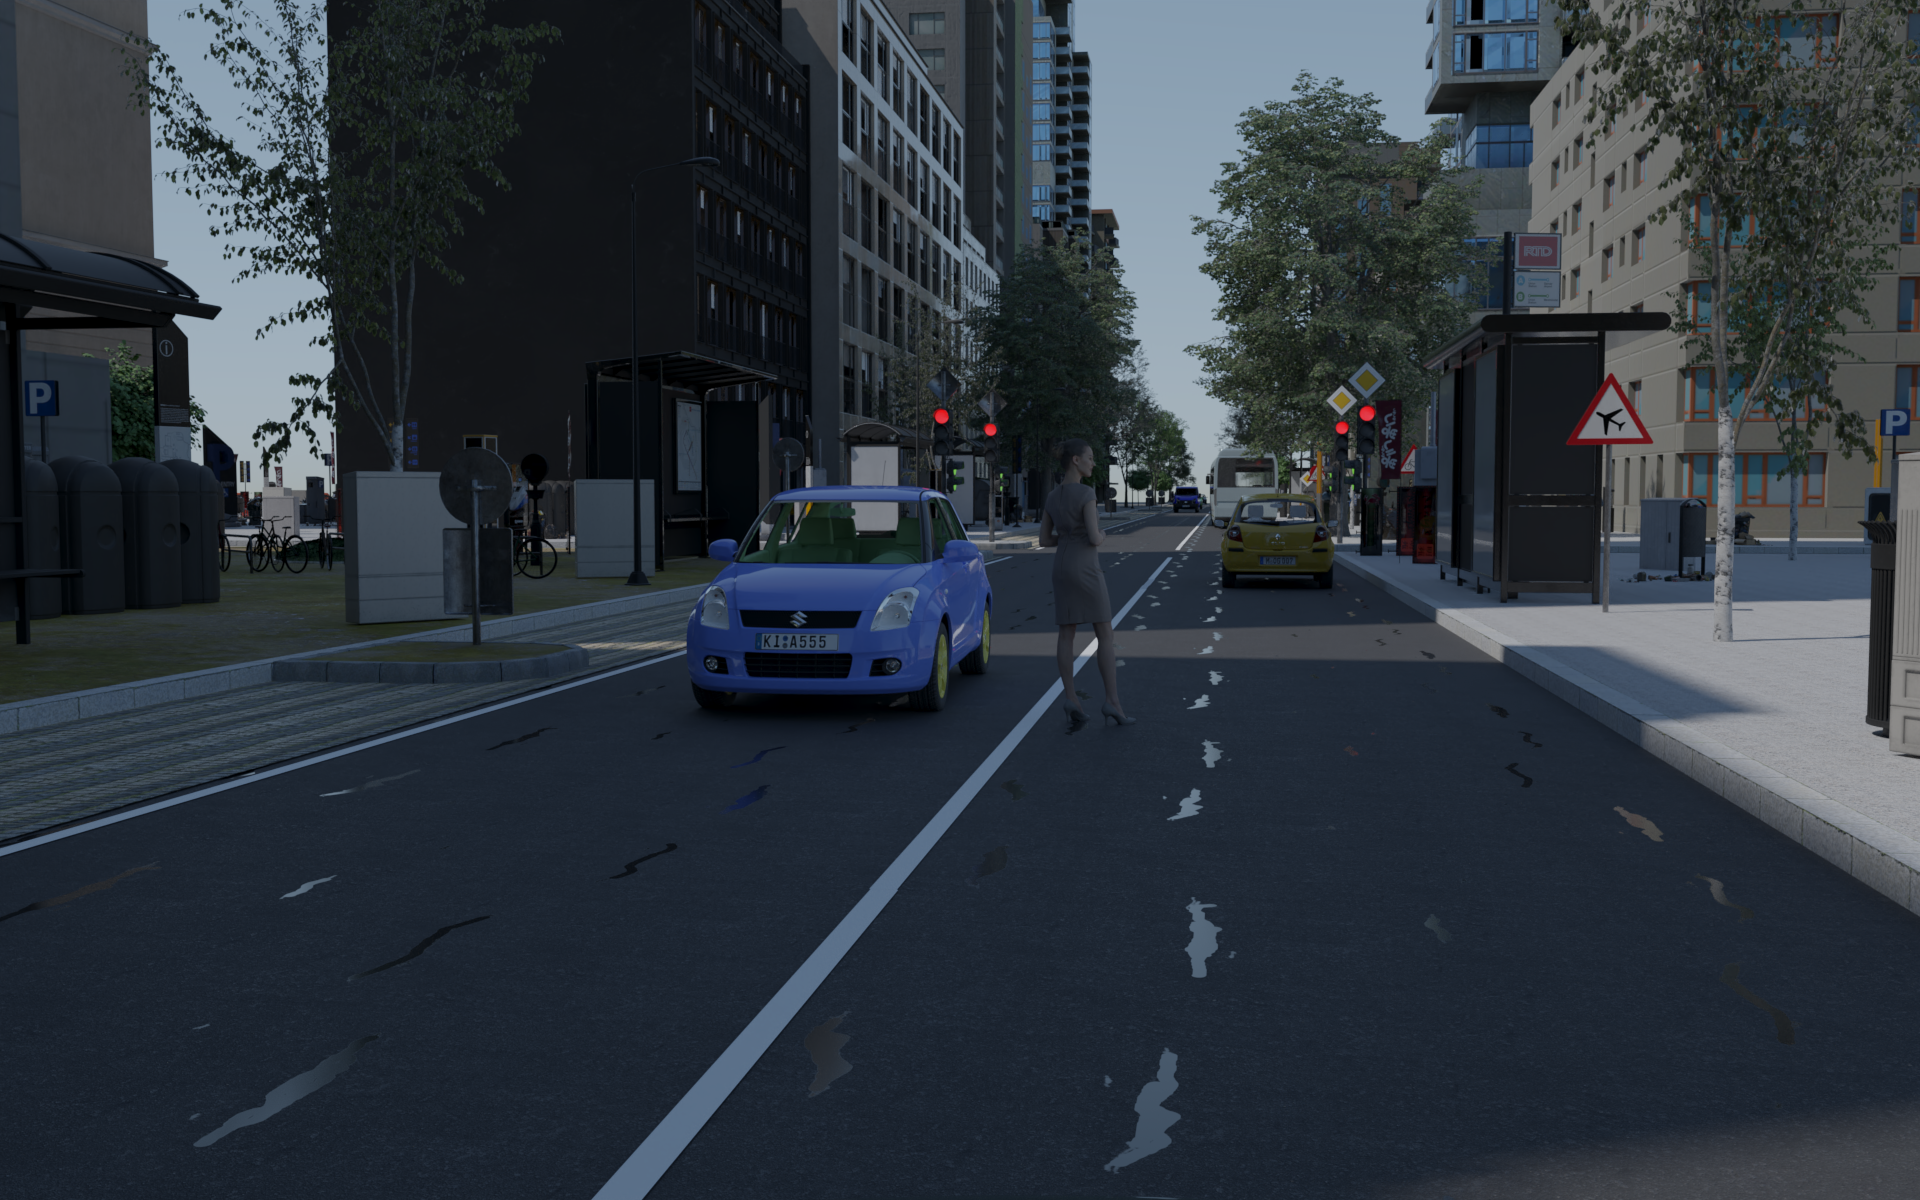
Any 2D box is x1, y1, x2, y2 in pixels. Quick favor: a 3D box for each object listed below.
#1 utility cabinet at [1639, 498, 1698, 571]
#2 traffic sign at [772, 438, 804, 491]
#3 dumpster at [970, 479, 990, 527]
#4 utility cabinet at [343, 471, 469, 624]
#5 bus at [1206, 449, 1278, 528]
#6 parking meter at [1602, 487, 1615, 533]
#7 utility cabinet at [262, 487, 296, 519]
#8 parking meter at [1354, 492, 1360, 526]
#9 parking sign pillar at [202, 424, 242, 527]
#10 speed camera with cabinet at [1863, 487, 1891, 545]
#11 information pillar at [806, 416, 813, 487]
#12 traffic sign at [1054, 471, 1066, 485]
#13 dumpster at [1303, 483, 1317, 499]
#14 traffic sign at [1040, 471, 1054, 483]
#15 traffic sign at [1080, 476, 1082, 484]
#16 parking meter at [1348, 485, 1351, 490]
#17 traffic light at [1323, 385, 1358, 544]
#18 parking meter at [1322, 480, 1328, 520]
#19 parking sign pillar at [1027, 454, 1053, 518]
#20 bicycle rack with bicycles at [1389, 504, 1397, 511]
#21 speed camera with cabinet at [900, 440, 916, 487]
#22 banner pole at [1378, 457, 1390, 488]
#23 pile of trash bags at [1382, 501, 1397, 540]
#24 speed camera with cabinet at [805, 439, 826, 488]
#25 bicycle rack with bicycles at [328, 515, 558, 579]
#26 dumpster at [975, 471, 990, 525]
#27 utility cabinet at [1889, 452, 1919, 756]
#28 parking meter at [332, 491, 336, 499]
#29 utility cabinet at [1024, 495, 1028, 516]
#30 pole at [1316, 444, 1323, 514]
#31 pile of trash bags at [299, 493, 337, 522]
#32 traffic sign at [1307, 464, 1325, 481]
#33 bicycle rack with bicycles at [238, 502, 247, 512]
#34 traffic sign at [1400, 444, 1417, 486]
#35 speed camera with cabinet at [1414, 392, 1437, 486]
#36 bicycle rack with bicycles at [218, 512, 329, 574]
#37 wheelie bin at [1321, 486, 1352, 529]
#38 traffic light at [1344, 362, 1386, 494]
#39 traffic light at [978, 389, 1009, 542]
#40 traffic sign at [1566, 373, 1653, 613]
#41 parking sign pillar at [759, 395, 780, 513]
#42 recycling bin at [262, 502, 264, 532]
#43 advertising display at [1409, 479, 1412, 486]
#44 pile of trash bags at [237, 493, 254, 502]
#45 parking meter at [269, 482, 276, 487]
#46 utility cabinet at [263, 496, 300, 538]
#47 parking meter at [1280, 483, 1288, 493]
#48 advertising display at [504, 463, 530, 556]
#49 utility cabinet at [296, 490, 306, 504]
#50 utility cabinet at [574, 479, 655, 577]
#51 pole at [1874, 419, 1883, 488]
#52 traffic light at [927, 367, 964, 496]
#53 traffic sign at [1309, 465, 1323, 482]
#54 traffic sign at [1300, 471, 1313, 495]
[{"bbox_3d":[11.974,-1.110,29.315,0.306,1.237,1.020,-1,4,-21],"label":"utility cabinet"},{"bbox_3d":[-3.899,-2.391,39.201,0.768,2.556,0.104,1,4,16],"label":"traffic sign"},{"bbox_3d":[0.758,-3.831,68.401,1.264,1.857,1.865,1,4,9],"label":"dumpster"},{"bbox_3d":[-5.543,-0.530,17.338,1.173,1.500,0.318,-3,5,-45],"label":"utility cabinet"},{"bbox_3d":[12.421,-5.001,76.620,2.948,3.499,13.247,0,4,7],"label":"bus"},{"bbox_3d":[21.676,-3.027,57.899,0.372,1.533,0.369,0,3,0],"label":"parking meter"},{"bbox_3d":[-21.882,-2.868,55.566,1.173,1.500,0.318,3,4,36],"label":"utility cabinet"},{"bbox_3d":[15.888,-3.741,69.574,0.372,1.533,0.369,0,3,0],"label":"parking meter"},{"bbox_3d":[-28.791,-4.829,67.420,1.447,3.967,1.447,1,4,22],"label":"parking sign pillar"},{"bbox_3d":[23.413,-2.957,42.683,0.660,3.252,2.038,-2,4,-28],"label":"speed camera with cabinet"},{"bbox_3d":[-4.488,-3.685,51.608,0.183,3.616,0.504,-1,4,-21],"label":"information pillar"},{"bbox_3d":[5.528,-5.781,94.630,0.768,2.556,0.104,1,4,12],"label":"traffic sign"},{"bbox_3d":[18.432,-5.142,89.831,1.264,1.857,1.865,1,4,9],"label":"dumpster"},{"bbox_3d":[4.566,-5.550,90.851,0.768,2.556,0.104,1,4,18],"label":"traffic sign"},{"bbox_3d":[6.204,-5.520,92.383,0.606,2.300,0.079,1,4,18],"label":"traffic sign"},{"bbox_3d":[21.073,-5.405,94.079,0.255,1.863,0.399,1,4,20],"label":"parking meter"},{"bbox_3d":[9.828,-3.417,44.789,0.839,4.253,0.868,1,4,9],"label":"traffic light"},{"bbox_3d":[14.790,-3.951,70.310,0.255,1.863,0.399,1,4,10],"label":"parking meter"},{"bbox_3d":[4.262,-6.352,92.332,1.447,3.967,1.447,0,4,-5],"label":"parking sign pillar"},{"bbox_3d":[15.955,-2.982,62.130,2.852,0.926,2.925,-3,5,-41],"label":"bicycle rack with bicycles"},{"bbox_3d":[-1.644,-4.229,63.478,0.660,3.252,2.038,-2,4,-31],"label":"speed camera with cabinet"},{"bbox_3d":[19.158,-5.412,78.504,0.401,3.779,0.863,-3,4,-37],"label":"banner pole"},{"bbox_3d":[12.658,-2.375,48.582,1.912,1.369,3.447,0,4,-5],"label":"pile of trash bags"},{"bbox_3d":[-5.566,-4.181,62.690,0.660,3.252,2.038,-2,4,-33],"label":"speed camera with cabinet"},{"bbox_3d":[-7.498,-0.800,26.470,2.925,0.926,2.852,1,4,11],"label":"bicycle rack with bicycles"},{"bbox_3d":[0.757,-4.255,72.055,1.502,2.255,1.985,1,4,9],"label":"dumpster"},{"bbox_3d":[4.905,0.043,7.971,0.318,1.500,1.173,-1,4,-22],"label":"utility cabinet"},{"bbox_3d":[-43.881,-6.925,121.631,0.372,1.533,0.369,0,3,0],"label":"parking meter"},{"bbox_3d":[4.283,-5.548,101.872,1.020,1.237,0.306,3,4,37],"label":"utility cabinet"},{"bbox_3d":[13.773,-4.436,66.364,0.158,3.312,0.155,0,3,0],"label":"pole"},{"bbox_3d":[-28.578,-4.273,79.623,3.447,1.369,1.912,-3,5,-44],"label":"pile of trash bags"},{"bbox_3d":[14.699,-4.354,71.197,0.884,2.594,0.081,1,4,13],"label":"traffic sign"},{"bbox_3d":[-33.950,-4.051,79.612,2.852,0.926,2.925,-1,4,-18],"label":"bicycle rack with bicycles"},{"bbox_3d":[11.850,-2.770,45.285,0.884,2.594,0.081,1,4,17],"label":"traffic sign"},{"bbox_3d":[9.803,-2.382,33.288,2.038,3.252,0.660,3,5,40],"label":"speed camera with cabinet"},{"bbox_3d":[-11.256,-0.950,28.916,2.852,0.926,2.925,-3,4,-36],"label":"bicycle rack with bicycles"},{"bbox_3d":[11.728,-2.828,54.144,0.980,1.594,0.693,-1,4,-19],"label":"wheelie bin"},{"bbox_3d":[8.618,-2.934,36.896,0.839,4.253,0.868,1,4,9],"label":"traffic light"},{"bbox_3d":[0.869,-3.500,46.142,0.839,4.253,0.868,1,4,9],"label":"traffic light"},{"bbox_3d":[6.989,-1.142,18.680,0.884,2.594,0.081,1,4,13],"label":"traffic sign"},{"bbox_3d":[-5.534,-3.620,47.660,1.447,3.967,1.447,3,5,42],"label":"parking sign pillar"},{"bbox_3d":[-23.163,-2.820,58.662,0.722,1.027,0.722,0,4,-7],"label":"recycling bin"},{"bbox_3d":[19.235,-4.138,72.862,0.123,1.923,0.974,-2,4,-24],"label":"advertising display"},{"bbox_3d":[-46.861,-6.510,116.188,3.447,1.369,1.912,-2,4,-31],"label":"pile of trash bags"},{"bbox_3d":[-33.519,-4.817,84.461,0.255,1.863,0.399,-1,4,-12],"label":"parking meter"},{"bbox_3d":[-19.990,-2.439,51.041,1.020,1.237,0.306,1,4,12],"label":"utility cabinet"},{"bbox_3d":[17.620,-5.420,94.327,0.255,1.863,0.399,-2,4,-35],"label":"parking meter"},{"bbox_3d":[-9.231,-1.887,36.061,0.123,1.923,0.974,1,4,11],"label":"advertising display"},{"bbox_3d":[-36.187,-5.239,94.332,0.318,1.500,1.173,2,4,25],"label":"utility cabinet"},{"bbox_3d":[-5.292,-1.092,26.530,1.173,1.500,0.318,-1,4,-18],"label":"utility cabinet"},{"bbox_3d":[25.107,-3.274,47.375,0.158,3.312,0.155,0,3,0],"label":"pole"},{"bbox_3d":[-0.341,-3.017,38.249,0.839,4.253,0.868,1,4,9],"label":"traffic light"},{"bbox_3d":[15.455,-4.562,74.702,0.768,2.556,0.104,1,4,17],"label":"traffic sign"},{"bbox_3d":[17.391,-5.231,86.715,0.795,2.450,0.064,1,4,11],"label":"traffic sign"}]
